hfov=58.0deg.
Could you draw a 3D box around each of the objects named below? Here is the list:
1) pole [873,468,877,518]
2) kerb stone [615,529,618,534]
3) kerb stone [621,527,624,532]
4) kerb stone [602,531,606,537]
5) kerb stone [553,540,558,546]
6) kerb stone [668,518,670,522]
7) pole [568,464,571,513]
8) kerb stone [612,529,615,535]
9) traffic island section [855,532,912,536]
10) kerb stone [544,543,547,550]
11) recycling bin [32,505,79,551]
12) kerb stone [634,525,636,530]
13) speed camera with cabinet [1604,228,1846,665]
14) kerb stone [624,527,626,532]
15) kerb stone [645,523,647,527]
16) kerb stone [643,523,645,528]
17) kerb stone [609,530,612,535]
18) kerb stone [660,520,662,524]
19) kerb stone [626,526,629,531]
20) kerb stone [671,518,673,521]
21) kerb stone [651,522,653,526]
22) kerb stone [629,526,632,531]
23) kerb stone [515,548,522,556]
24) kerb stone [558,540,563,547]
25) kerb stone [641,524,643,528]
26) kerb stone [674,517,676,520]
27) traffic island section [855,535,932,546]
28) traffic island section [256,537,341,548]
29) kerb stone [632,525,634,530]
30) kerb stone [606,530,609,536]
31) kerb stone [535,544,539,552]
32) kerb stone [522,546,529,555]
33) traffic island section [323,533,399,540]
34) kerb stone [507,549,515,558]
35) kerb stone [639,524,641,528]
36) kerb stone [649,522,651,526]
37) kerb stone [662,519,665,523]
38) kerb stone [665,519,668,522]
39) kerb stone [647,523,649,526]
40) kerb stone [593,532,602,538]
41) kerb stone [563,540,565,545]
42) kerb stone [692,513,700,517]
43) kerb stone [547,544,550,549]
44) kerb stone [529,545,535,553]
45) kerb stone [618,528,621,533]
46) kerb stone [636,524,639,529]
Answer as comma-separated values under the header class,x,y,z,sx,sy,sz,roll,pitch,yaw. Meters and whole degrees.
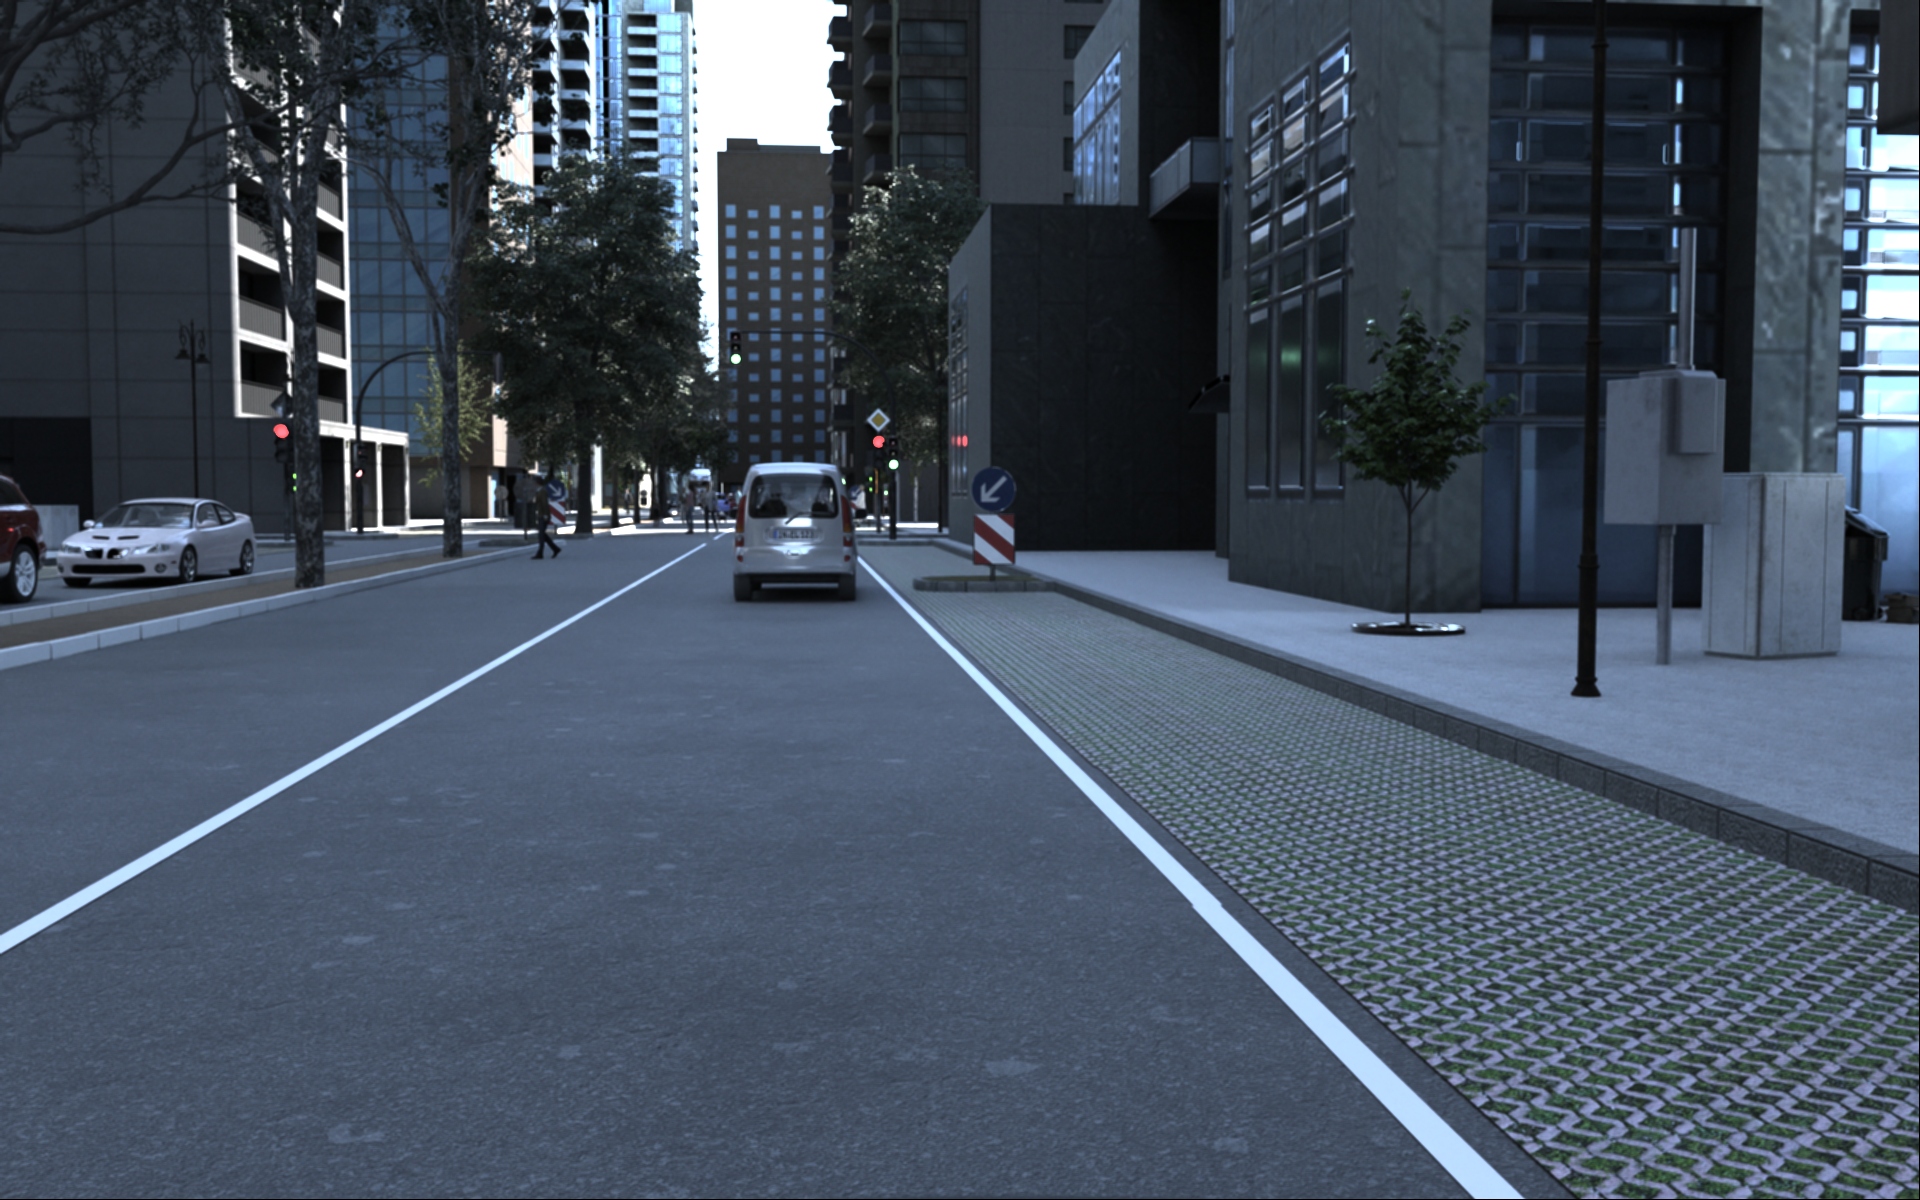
class,x,y,z,sx,sy,sz,roll,pitch,yaw
pole,-4.498,-6.002,91.977,0.158,3.312,0.155,0,3,0
kerb stone,-12.437,-2.432,61.954,0.120,0.150,1.000,0,4,-5
kerb stone,-12.636,-2.557,63.997,0.120,0.150,1.000,0,4,-5
kerb stone,-12.046,-2.180,57.881,0.120,0.150,1.000,0,4,-5
kerb stone,-10.916,-1.465,46.144,0.120,0.150,1.000,0,4,-5
kerb stone,-14.888,-3.995,87.521,0.120,0.150,1.000,0,4,-5
pole,-26.797,-7.646,118.853,0.158,3.312,0.155,0,3,0
kerb stone,-12.328,-2.370,60.937,0.120,0.150,1.000,0,4,-5
traffic island section,-2.639,-2.105,56.703,2.009,0.180,2.903,0,4,-5
kerb stone,-10.721,-1.340,44.100,0.120,0.150,1.000,0,4,-5
recycling bin,-20.589,-1.644,39.427,0.722,1.027,0.722,2,4,29
kerb stone,-13.125,-2.870,69.118,0.120,0.150,1.000,0,4,-5
speed camera with cabinet,5.967,-1.170,13.459,2.038,3.252,0.660,-2,4,-26
kerb stone,-12.730,-2.616,65.023,0.120,0.150,1.000,0,4,-5
kerb stone,-13.614,-3.183,74.238,0.120,0.150,1.000,0,4,-5
kerb stone,-13.519,-3.120,73.214,0.120,0.150,1.000,0,4,-5
kerb stone,-12.240,-2.305,59.916,0.120,0.150,1.000,0,4,-5
kerb stone,-14.400,-3.683,82.407,0.120,0.150,1.000,0,4,-5
kerb stone,-12.828,-2.679,66.048,0.120,0.150,1.000,0,4,-5
kerb stone,-15.081,-4.120,89.559,0.120,0.150,1.000,0,4,-5
kerb stone,-13.903,-3.371,77.306,0.120,0.150,1.000,0,4,-5
kerb stone,-12.926,-2.745,67.072,0.120,0.150,1.000,0,4,-5
kerb stone,-10.325,-1.090,40.019,0.120,0.150,1.000,0,4,-5
kerb stone,-11.016,-1.527,47.162,0.120,0.150,1.000,0,4,-5
kerb stone,-13.420,-3.049,72.187,0.120,0.150,1.000,0,4,-5
kerb stone,-15.275,-4.241,91.616,0.120,0.150,1.000,0,4,-5
traffic island section,-1.874,-1.619,48.755,2.009,0.180,2.903,0,4,-5
traffic island section,-18.340,-1.523,47.182,2.009,0.180,2.903,0,4,-5
kerb stone,-13.030,-2.799,68.093,0.120,0.150,1.000,0,4,-5
kerb stone,-12.140,-2.245,58.899,0.120,0.150,1.000,0,4,-5
kerb stone,-10.618,-1.277,43.077,0.120,0.150,1.000,0,4,-5
kerb stone,-10.415,-1.152,41.037,0.120,0.150,1.000,0,4,-5
traffic island section,-19.105,-2.009,55.131,2.009,0.180,2.903,0,4,-5
kerb stone,-10.220,-1.028,38.997,0.120,0.150,1.000,0,4,-5
kerb stone,-13.321,-2.995,71.156,0.120,0.150,1.000,0,4,-5
kerb stone,-13.816,-3.308,76.278,0.120,0.150,1.000,0,4,-5
kerb stone,-14.602,-3.808,84.451,0.120,0.150,1.000,0,4,-5
kerb stone,-14.790,-3.930,86.498,0.120,0.150,1.000,0,4,-5
kerb stone,-13.710,-3.245,75.256,0.120,0.150,1.000,0,4,-5
kerb stone,-11.946,-2.120,56.862,0.120,0.150,1.000,0,4,-5
kerb stone,-11.109,-1.590,48.184,0.120,0.150,1.000,0,4,-5
kerb stone,-17.536,-5.674,115.102,0.120,0.150,1.000,0,4,-5
kerb stone,-10.813,-1.401,45.124,0.120,0.150,1.000,0,4,-5
kerb stone,-10.521,-1.211,42.054,0.120,0.150,1.000,0,4,-5
kerb stone,-12.529,-2.492,62.972,0.120,0.150,1.000,0,4,-5
kerb stone,-13.219,-2.932,70.136,0.120,0.150,1.000,0,4,-5
